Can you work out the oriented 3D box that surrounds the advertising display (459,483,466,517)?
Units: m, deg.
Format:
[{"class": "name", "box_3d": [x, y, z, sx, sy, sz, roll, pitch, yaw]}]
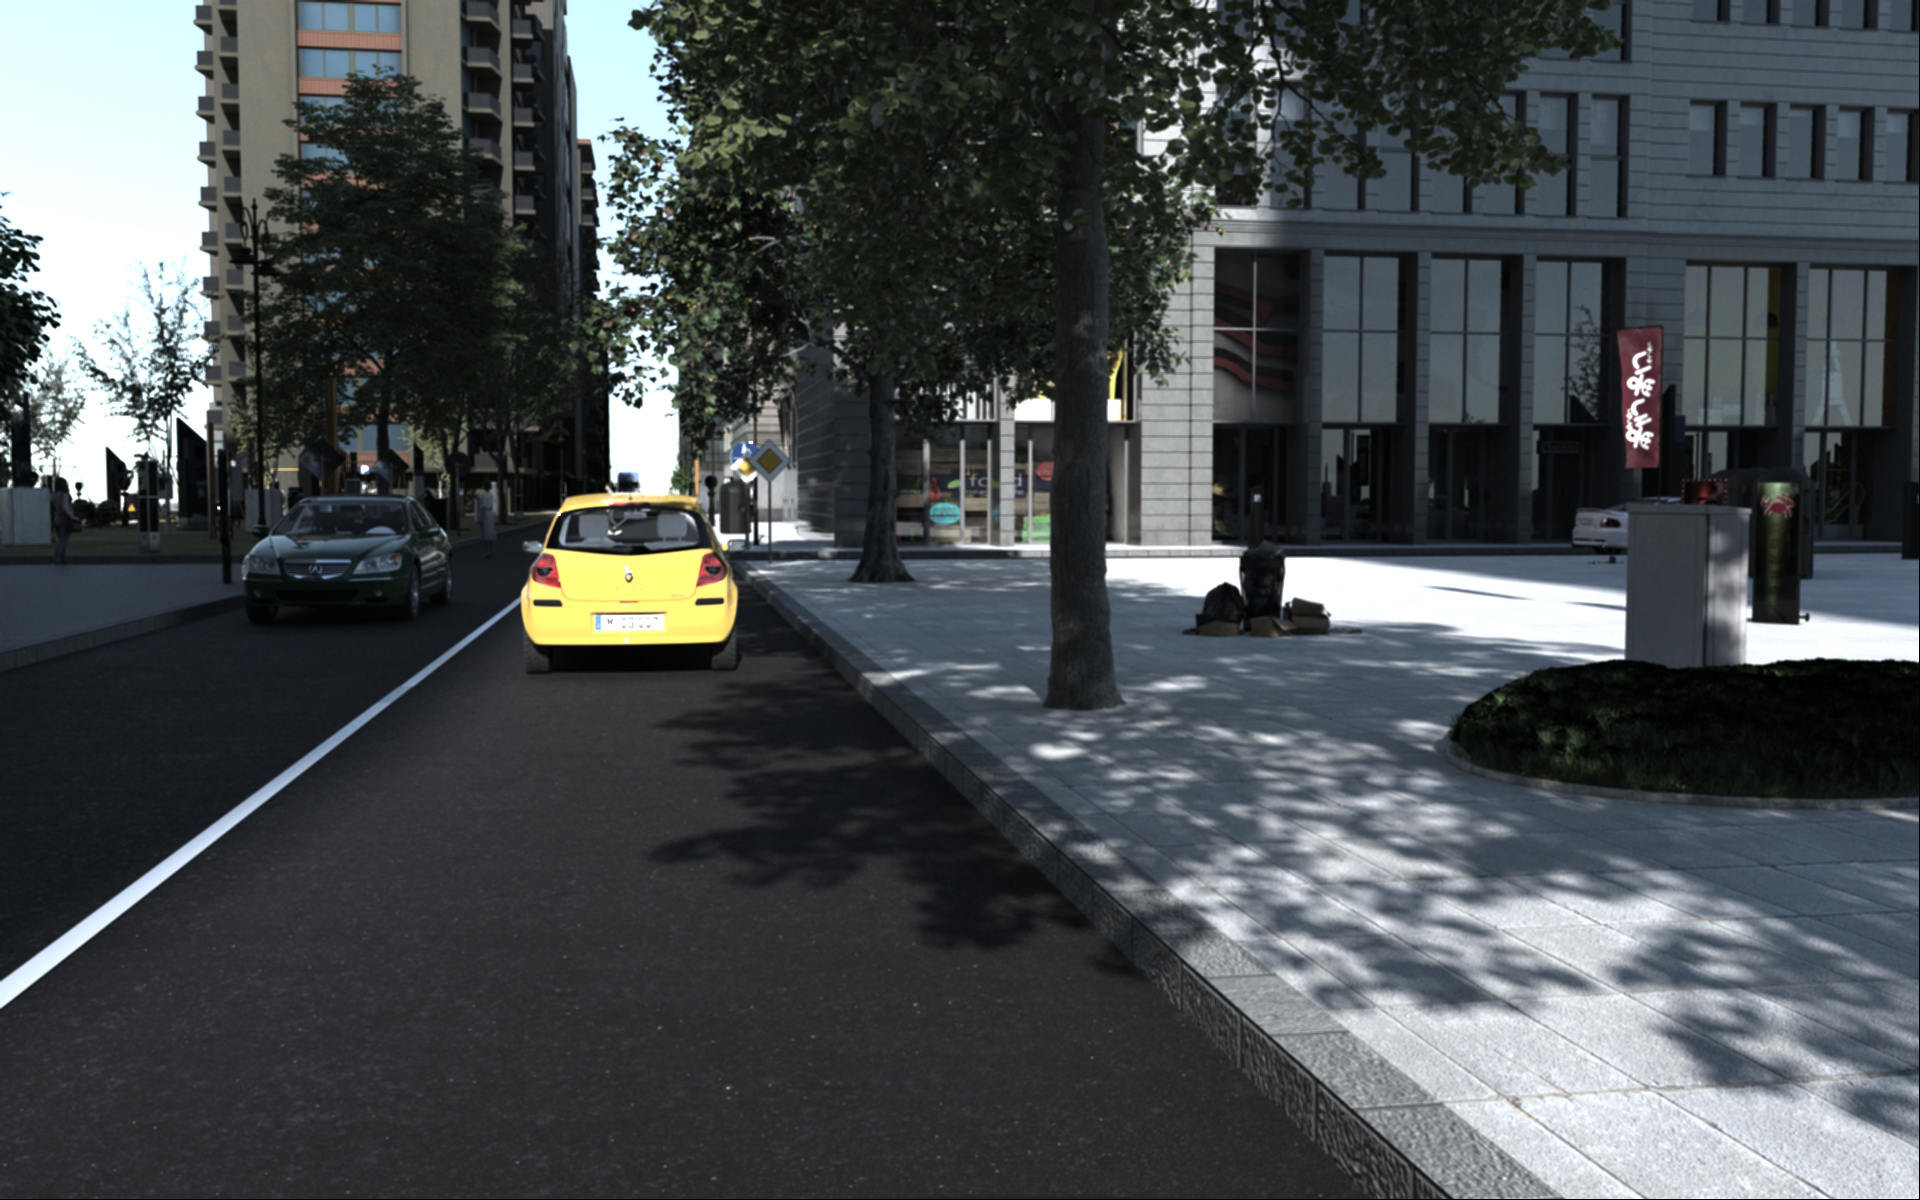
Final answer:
[{"class": "advertising display", "box_3d": [-27.993, -5.595, 96.691, 0.974, 1.923, 0.123, 2, 4, 29]}]

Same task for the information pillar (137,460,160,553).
[{"class": "information pillar", "box_3d": [-17.708, -2.038, 37.807, 0.304, 2.012, 0.304, 2, 4, 23]}]

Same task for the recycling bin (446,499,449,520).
[{"class": "recycling bin", "box_3d": [-25.829, -4.482, 85.837, 0.722, 1.027, 0.722, 3, 4, 37]}]

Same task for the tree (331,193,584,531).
[{"class": "tree", "box_3d": [-18.006, -8.267, 60.918, 9.928, 11.665, 9.643, 0, 3, 0]}]

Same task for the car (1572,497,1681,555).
[{"class": "car", "box_3d": [16.182, -1.619, 38.829, 4.827, 1.381, 2.083, -1, 4, -10]}]

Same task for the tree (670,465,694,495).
[{"class": "tree", "box_3d": [-31.452, -13.032, 196.794, 4.285, 4.588, 4.351, 0, 3, 0]}]

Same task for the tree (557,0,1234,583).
[{"class": "tree", "box_3d": [-1.047, -6.618, 25.213, 9.611, 12.733, 9.660, 0, 3, 0]}]

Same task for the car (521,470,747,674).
[{"class": "car", "box_3d": [-2.876, -0.312, 15.319, 2.015, 1.641, 3.980, -1, 4, -9]}]

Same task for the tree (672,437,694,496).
[{"class": "tree", "box_3d": [-32.205, -15.600, 205.426, 4.360, 8.622, 3.978, 0, 3, 0]}]

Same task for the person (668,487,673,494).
[{"class": "person", "box_3d": [-15.656, -5.166, 93.138, 0.473, 1.802, 0.592, 2, 4, 33]}]

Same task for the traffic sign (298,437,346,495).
[{"class": "traffic sign", "box_3d": [-11.234, -1.645, 30.537, 0.795, 2.450, 0.064, -1, 4, -10]}]

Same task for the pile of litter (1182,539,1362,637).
[{"class": "pile of litter", "box_3d": [2.908, -0.123, 15.976, 1.719, 0.858, 1.176, 0, 4, 5]}]

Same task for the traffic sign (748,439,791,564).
[{"class": "traffic sign", "box_3d": [-3.502, -1.726, 31.857, 0.795, 2.450, 0.064, -1, 4, -10]}]

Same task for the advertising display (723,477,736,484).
[{"class": "advertising display", "box_3d": [-8.637, -3.633, 64.609, 0.123, 1.923, 0.974, -2, 4, -24]}]

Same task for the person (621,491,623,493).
[{"class": "person", "box_3d": [-32.182, -9.489, 164.582, 0.756, 1.711, 0.436, 2, 4, 24]}]

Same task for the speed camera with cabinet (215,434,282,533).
[{"class": "speed camera with cabinet", "box_3d": [-23.330, -3.818, 56.755, 2.038, 3.252, 0.660, 1, 4, 10]}]

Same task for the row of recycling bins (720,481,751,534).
[{"class": "row of recycling bins", "box_3d": [-7.423, -3.064, 57.214, 1.069, 1.692, 3.534, 0, 4, -6]}]

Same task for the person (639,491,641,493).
[{"class": "person", "box_3d": [-32.143, -10.140, 174.739, 0.568, 1.767, 0.683, 1, 4, 16]}]

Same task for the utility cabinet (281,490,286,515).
[{"class": "utility cabinet", "box_3d": [-41.259, -5.871, 104.677, 1.173, 1.500, 0.318, 2, 4, 31]}]

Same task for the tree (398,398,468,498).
[{"class": "tree", "box_3d": [-31.744, -9.469, 105.183, 4.737, 8.622, 4.395, 0, 3, 0]}]

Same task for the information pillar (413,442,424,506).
[{"class": "information pillar", "box_3d": [-24.597, -5.340, 78.660, 0.504, 3.616, 0.183, -3, 5, -43]}]

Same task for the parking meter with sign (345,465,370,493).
[{"class": "parking meter with sign", "box_3d": [-30.413, -5.540, 86.844, 1.738, 3.016, 0.543, -1, 4, -14]}]

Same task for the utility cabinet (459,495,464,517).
[{"class": "utility cabinet", "box_3d": [-27.831, -5.174, 95.755, 0.306, 1.237, 1.020, 1, 4, 20]}]

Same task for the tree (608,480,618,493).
[{"class": "tree", "box_3d": [-47.726, -14.877, 237.834, 1.663, 3.219, 1.824, 0, 3, 0]}]

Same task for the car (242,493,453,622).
[{"class": "car", "box_3d": [-7.320, -0.565, 21.035, 2.131, 1.459, 4.920, -1, 4, -9]}]

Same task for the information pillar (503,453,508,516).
[{"class": "information pillar", "box_3d": [-26.089, -6.612, 99.465, 0.183, 3.616, 0.504, 0, 4, 1]}]

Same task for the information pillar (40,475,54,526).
[{"class": "information pillar", "box_3d": [-35.197, -3.811, 66.801, 0.304, 2.012, 0.304, 1, 4, 18]}]

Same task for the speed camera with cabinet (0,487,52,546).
[{"class": "speed camera with cabinet", "box_3d": [-23.562, -2.953, 42.625, 0.660, 3.252, 2.038, 2, 4, 34]}]

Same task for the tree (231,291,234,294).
[{"class": "tree", "box_3d": [-15.126, -7.847, 46.428, 7.486, 12.596, 7.792, 0, 3, 0]}]

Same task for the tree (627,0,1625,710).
[{"class": "tree", "box_3d": [0.897, -5.602, 9.713, 7.486, 12.596, 7.792, 0, 3, 0]}]

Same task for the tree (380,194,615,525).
[{"class": "tree", "box_3d": [-19.319, -9.896, 72.164, 12.009, 13.543, 11.850, 0, 3, 0]}]

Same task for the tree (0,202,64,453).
[{"class": "tree", "box_3d": [-10.258, -1.995, 16.334, 4.285, 4.588, 4.351, 0, 3, 0]}]

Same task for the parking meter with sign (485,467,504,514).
[{"class": "parking meter with sign", "box_3d": [-29.660, -6.928, 109.541, 1.738, 3.016, 0.543, 0, 4, -8]}]

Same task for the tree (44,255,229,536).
[{"class": "tree", "box_3d": [-24.457, -6.262, 52.750, 4.360, 8.622, 3.978, 0, 3, 0]}]

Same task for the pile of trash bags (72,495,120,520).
[{"class": "pile of trash bags", "box_3d": [-43.522, -4.666, 86.034, 3.447, 1.369, 1.912, 0, 4, 7]}]

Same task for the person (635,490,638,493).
[{"class": "person", "box_3d": [-25.844, -7.914, 138.422, 0.617, 1.759, 0.750, 0, 4, -7]}]

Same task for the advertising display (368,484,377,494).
[{"class": "advertising display", "box_3d": [-36.319, -6.260, 107.559, 0.974, 1.923, 0.123, 0, 4, 0]}]

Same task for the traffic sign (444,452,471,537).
[{"class": "traffic sign", "box_3d": [-15.044, -3.168, 51.906, 0.768, 2.556, 0.104, -1, 4, -9]}]

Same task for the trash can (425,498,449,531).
[{"class": "trash can", "box_3d": [-17.426, -2.818, 57.734, 0.748, 1.137, 0.748, 0, 3, 0]}]

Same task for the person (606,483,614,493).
[{"class": "person", "box_3d": [-12.327, -3.241, 61.505, 0.620, 1.820, 0.660, -1, 4, -8]}]

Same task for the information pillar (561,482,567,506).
[{"class": "information pillar", "box_3d": [-24.688, -6.328, 107.951, 0.304, 2.012, 0.304, 0, 4, -1]}]

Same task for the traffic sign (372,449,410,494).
[{"class": "traffic sign", "box_3d": [-12.602, -2.126, 38.404, 0.795, 2.450, 0.064, -1, 4, -10]}]

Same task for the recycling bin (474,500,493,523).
[{"class": "recycling bin", "box_3d": [-21.308, -3.970, 77.465, 0.722, 1.027, 0.722, -1, 4, -21]}]

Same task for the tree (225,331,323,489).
[{"class": "tree", "box_3d": [-29.965, -7.657, 75.552, 4.737, 8.622, 4.395, 0, 3, 0]}]

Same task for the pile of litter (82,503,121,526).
[{"class": "pile of litter", "box_3d": [-34.749, -3.404, 69.612, 1.176, 0.858, 1.719, 0, 4, -3]}]

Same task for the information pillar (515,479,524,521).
[{"class": "information pillar", "box_3d": [-20.884, -4.746, 82.082, 0.304, 2.012, 0.304, 0, 4, 2]}]

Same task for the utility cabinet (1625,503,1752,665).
[{"class": "utility cabinet", "box_3d": [4.661, 0.002, 11.132, 0.306, 1.237, 1.020, 0, 4, -6]}]

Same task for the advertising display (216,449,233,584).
[{"class": "advertising display", "box_3d": [-10.632, -1.216, 25.090, 0.123, 1.923, 0.974, -1, 4, -20]}]

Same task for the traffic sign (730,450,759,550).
[{"class": "traffic sign", "box_3d": [-4.870, -2.207, 39.724, 0.795, 2.450, 0.064, -1, 4, -10]}]

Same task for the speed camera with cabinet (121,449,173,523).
[{"class": "speed camera with cabinet", "box_3d": [-35.867, -5.018, 76.385, 2.038, 3.252, 0.660, 0, 4, -7]}]

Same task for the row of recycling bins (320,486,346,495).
[{"class": "row of recycling bins", "box_3d": [-33.106, -5.116, 90.759, 3.534, 1.692, 1.069, 1, 4, 16]}]

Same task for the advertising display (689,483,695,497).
[{"class": "advertising display", "box_3d": [-15.248, -5.712, 98.605, 0.123, 1.923, 0.974, 0, 4, 2]}]

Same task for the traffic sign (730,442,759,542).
[{"class": "traffic sign", "box_3d": [-5.183, -2.568, 42.092, 0.768, 2.556, 0.104, 0, 4, -2]}]

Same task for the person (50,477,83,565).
[{"class": "person", "box_3d": [-16.597, -1.400, 31.980, 0.593, 1.750, 0.643, 2, 4, 28]}]

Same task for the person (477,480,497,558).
[{"class": "person", "box_3d": [-10.722, -1.832, 39.015, 0.524, 1.755, 0.480, 1, 4, 12]}]

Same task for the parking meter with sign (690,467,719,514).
[{"class": "parking meter with sign", "box_3d": [-16.317, -7.008, 110.838, 1.738, 3.016, 0.543, 1, 4, 8]}]

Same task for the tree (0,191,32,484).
[{"class": "tree", "box_3d": [-22.571, -5.406, 38.755, 4.737, 8.622, 4.395, 0, 3, 0]}]

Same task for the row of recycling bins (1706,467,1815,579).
[{"class": "row of recycling bins", "box_3d": [12.636, -1.256, 27.651, 1.069, 1.692, 3.534, 0, 4, 8]}]

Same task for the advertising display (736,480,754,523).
[{"class": "advertising display", "box_3d": [-9.703, -4.435, 77.732, 0.974, 1.923, 0.123, -3, 4, -38]}]
